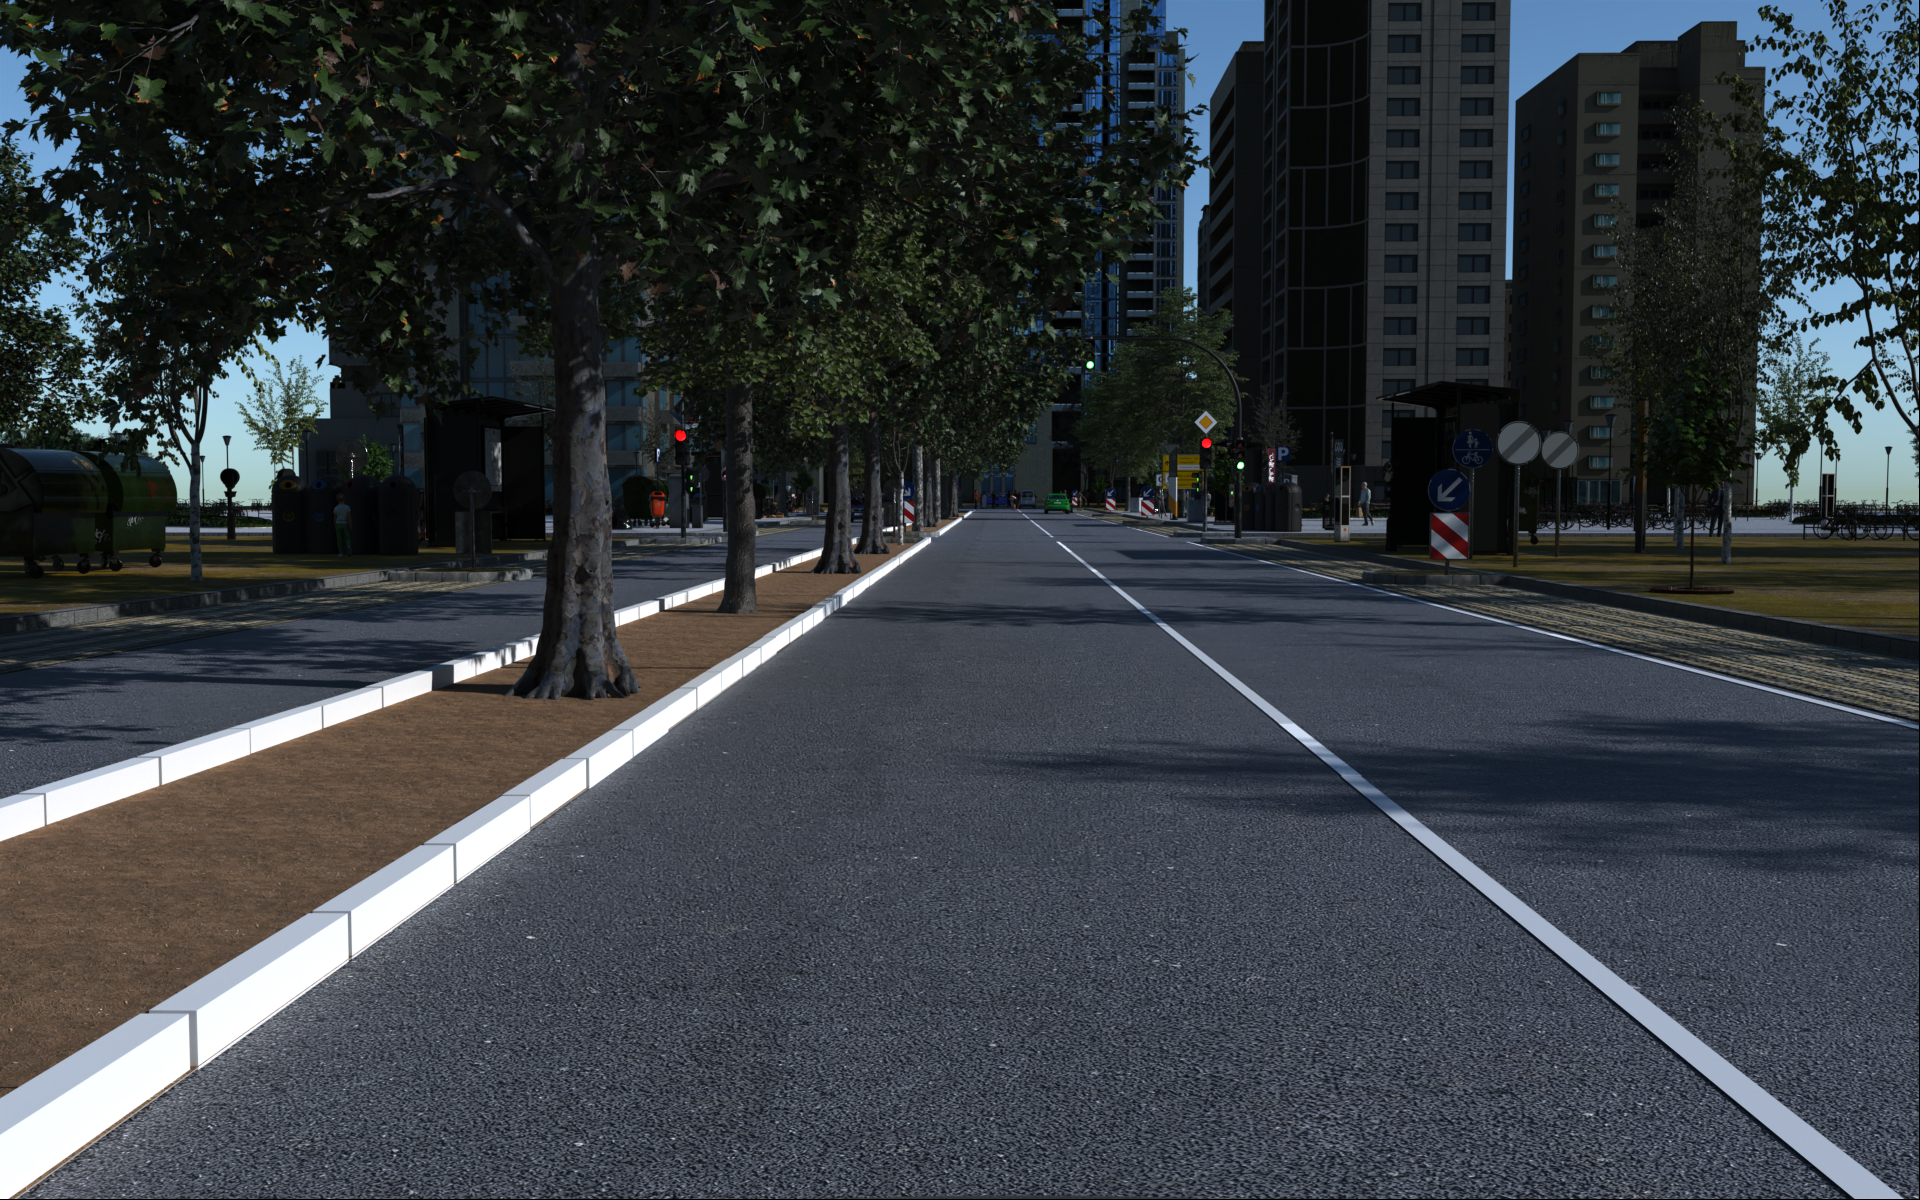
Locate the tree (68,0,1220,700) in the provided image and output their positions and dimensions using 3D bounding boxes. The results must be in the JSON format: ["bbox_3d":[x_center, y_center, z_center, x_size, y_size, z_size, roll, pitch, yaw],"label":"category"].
[{"bbox_3d":[-2.729,-5.673,12.216,9.611,12.733,9.660,0,3,0],"label":"tree"}]

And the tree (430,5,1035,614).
[{"bbox_3d":[-2.741,-6.133,20.854,7.486,12.596,7.792,0,3,0],"label":"tree"}]

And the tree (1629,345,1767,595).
[{"bbox_3d":[9.682,-1.709,22.537,1.663,3.219,1.824,0,3,0],"label":"tree"}]

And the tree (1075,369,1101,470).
[{"bbox_3d":[12.545,-12.958,129.998,7.486,12.596,7.792,0,3,0],"label":"tree"}]

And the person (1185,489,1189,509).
[{"bbox_3d":[20.113,-9.030,153.673,0.705,1.826,1.348,1,4,12],"label":"person"}]

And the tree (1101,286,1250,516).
[{"bbox_3d":[12.093,-10.828,95.161,7.486,12.596,7.792,0,3,0],"label":"tree"}]

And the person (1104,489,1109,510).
[{"bbox_3d":[11.744,-8.074,138.966,0.541,1.710,0.530,-3,4,-36],"label":"person"}]

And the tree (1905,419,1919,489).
[{"bbox_3d":[67.560,-9.118,111.982,11.467,7.101,20.602,0,4,-1],"label":"tree"}]

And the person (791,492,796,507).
[{"bbox_3d":[-14.516,-8.613,150.052,0.628,1.438,0.799,0,4,1],"label":"person"}]

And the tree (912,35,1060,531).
[{"bbox_3d":[-2.742,-12.541,63.398,12.611,20.169,13.585,0,3,0],"label":"tree"}]

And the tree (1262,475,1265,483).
[{"bbox_3d":[13.991,-5.493,84.412,1.663,3.219,1.824,0,3,0],"label":"tree"}]

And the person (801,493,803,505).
[{"bbox_3d":[-18.834,-12.112,204.997,0.530,1.710,0.541,-3,5,-42],"label":"person"}]

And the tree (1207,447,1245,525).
[{"bbox_3d":[10.910,-4.721,71.795,1.663,3.219,1.824,0,3,0],"label":"tree"}]

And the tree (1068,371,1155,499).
[{"bbox_3d":[12.694,-13.390,144.680,9.928,11.665,9.643,0,3,0],"label":"tree"}]

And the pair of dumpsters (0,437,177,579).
[{"bbox_3d":[-14.494,-1.571,28.176,1.574,2.255,4.437,0,4,1],"label":"pair of dumpsters"}]

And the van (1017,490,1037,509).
[{"bbox_3d":[6.695,-10.109,172.299,2.013,2.044,4.112,0,4,1],"label":"van"}]

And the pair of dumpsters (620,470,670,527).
[{"bbox_3d":[-12.338,-4.042,68.572,1.574,2.255,4.437,0,4,1],"label":"pair of dumpsters"}]

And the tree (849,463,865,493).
[{"bbox_3d":[-8.956,-10.538,156.010,4.285,4.588,4.351,0,3,0],"label":"tree"}]

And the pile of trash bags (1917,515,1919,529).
[{"bbox_3d":[35.520,-3.146,61.183,3.447,1.369,1.912,-2,4,-29],"label":"pile of trash bags"}]

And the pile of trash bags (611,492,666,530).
[{"bbox_3d":[-12.404,-3.251,62.909,3.447,1.369,1.912,-1,4,-20],"label":"pile of trash bags"}]

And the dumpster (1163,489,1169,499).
[{"bbox_3d":[14.777,-7.163,122.866,1.264,1.857,1.865,0,4,1],"label":"dumpster"}]

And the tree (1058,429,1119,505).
[{"bbox_3d":[14.867,-16.491,204.032,7.601,10.594,8.767,2,4,34],"label":"tree"}]

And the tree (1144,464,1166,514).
[{"bbox_3d":[12.635,-7.093,110.576,1.663,3.219,1.824,0,3,0],"label":"tree"}]

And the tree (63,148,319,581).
[{"bbox_3d":[-11.286,-4.599,25.554,4.737,8.622,4.395,0,3,0],"label":"tree"}]

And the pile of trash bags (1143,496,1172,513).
[{"bbox_3d":[13.371,-6.646,118.412,1.912,1.369,3.447,0,4,-7],"label":"pile of trash bags"}]

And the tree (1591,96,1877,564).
[{"bbox_3d":[13.868,-4.973,31.671,4.360,8.622,3.978,0,3,0],"label":"tree"}]

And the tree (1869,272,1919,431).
[{"bbox_3d":[25.306,-5.688,43.358,4.360,8.622,3.978,0,3,0],"label":"tree"}]

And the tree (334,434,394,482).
[{"bbox_3d":[-32.644,-6.815,95.137,4.285,4.588,4.351,0,3,0],"label":"tree"}]

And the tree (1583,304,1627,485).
[{"bbox_3d":[19.423,-5.914,47.059,4.737,8.622,4.395,0,3,0],"label":"tree"}]

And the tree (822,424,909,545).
[{"bbox_3d":[-1.678,-5.846,48.403,4.360,8.622,3.978,0,3,0],"label":"tree"}]

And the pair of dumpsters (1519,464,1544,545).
[{"bbox_3d":[14.094,-2.657,45.943,1.574,2.255,4.437,0,4,1],"label":"pair of dumpsters"}]

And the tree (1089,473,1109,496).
[{"bbox_3d":[12.524,-9.904,156.526,1.663,3.219,1.824,0,3,0],"label":"tree"}]

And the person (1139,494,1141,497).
[{"bbox_3d":[16.150,-8.833,151.144,1.217,1.739,0.721,-1,4,-11],"label":"person"}]

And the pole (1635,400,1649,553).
[{"bbox_3d":[14.893,-2.690,37.830,0.158,3.312,0.155,0,3,0],"label":"pole"}]

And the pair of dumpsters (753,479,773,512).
[{"bbox_3d":[-13.183,-6.776,113.287,1.574,2.255,4.437,0,4,1],"label":"pair of dumpsters"}]

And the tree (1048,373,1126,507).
[{"bbox_3d":[13.978,-16.183,174.964,12.009,13.543,11.850,0,3,0],"label":"tree"}]

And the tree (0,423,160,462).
[{"bbox_3d":[-64.657,-9.665,120.925,11.467,7.101,20.602,0,4,-4],"label":"tree"}]

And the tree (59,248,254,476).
[{"bbox_3d":[-18.153,-5.502,40.327,4.360,8.622,3.978,0,3,0],"label":"tree"}]

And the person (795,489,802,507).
[{"bbox_3d":[-15.727,-9.895,168.554,0.721,1.736,1.217,-3,4,-36],"label":"person"}]

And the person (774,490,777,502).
[{"bbox_3d":[-21.901,-12.088,203.636,0.705,1.831,1.348,2,4,26],"label":"person"}]

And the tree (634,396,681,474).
[{"bbox_3d":[-22.545,-10.977,129.834,4.360,8.622,3.978,0,3,0],"label":"tree"}]

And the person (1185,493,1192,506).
[{"bbox_3d":[25.208,-11.391,192.276,1.348,1.826,0.705,2,4,35],"label":"person"}]

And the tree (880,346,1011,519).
[{"bbox_3d":[-0.470,-12.735,117.323,9.857,13.997,8.962,0,3,0],"label":"tree"}]

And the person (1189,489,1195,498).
[{"bbox_3d":[23.253,-10.101,171.912,1.217,1.735,0.721,1,4,14],"label":"person"}]

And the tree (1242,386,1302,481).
[{"bbox_3d":[21.121,-10.191,116.982,4.360,8.622,3.978,0,3,0],"label":"tree"}]

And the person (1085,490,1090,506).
[{"bbox_3d":[13.271,-10.615,180.314,0.721,1.736,1.217,2,4,28],"label":"person"}]

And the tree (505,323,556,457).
[{"bbox_3d":[-17.312,-7.563,74.018,4.360,8.622,3.978,0,3,0],"label":"tree"}]

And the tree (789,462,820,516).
[{"bbox_3d":[-9.447,-6.676,103.753,1.663,3.219,1.824,0,3,0],"label":"tree"}]

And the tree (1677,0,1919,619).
[{"bbox_3d":[9.910,-4.122,17.751,4.737,8.622,4.395,0,3,0],"label":"tree"}]

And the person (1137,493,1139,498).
[{"bbox_3d":[21.396,-12.196,208.701,0.557,1.426,1.065,2,4,29],"label":"person"}]

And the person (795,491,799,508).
[{"bbox_3d":[-15.130,-9.450,160.571,0.705,1.821,1.348,0,4,-5],"label":"person"}]

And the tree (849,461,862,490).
[{"bbox_3d":[-8.588,-11.916,145.186,4.737,8.622,4.395,0,3,0],"label":"tree"}]
